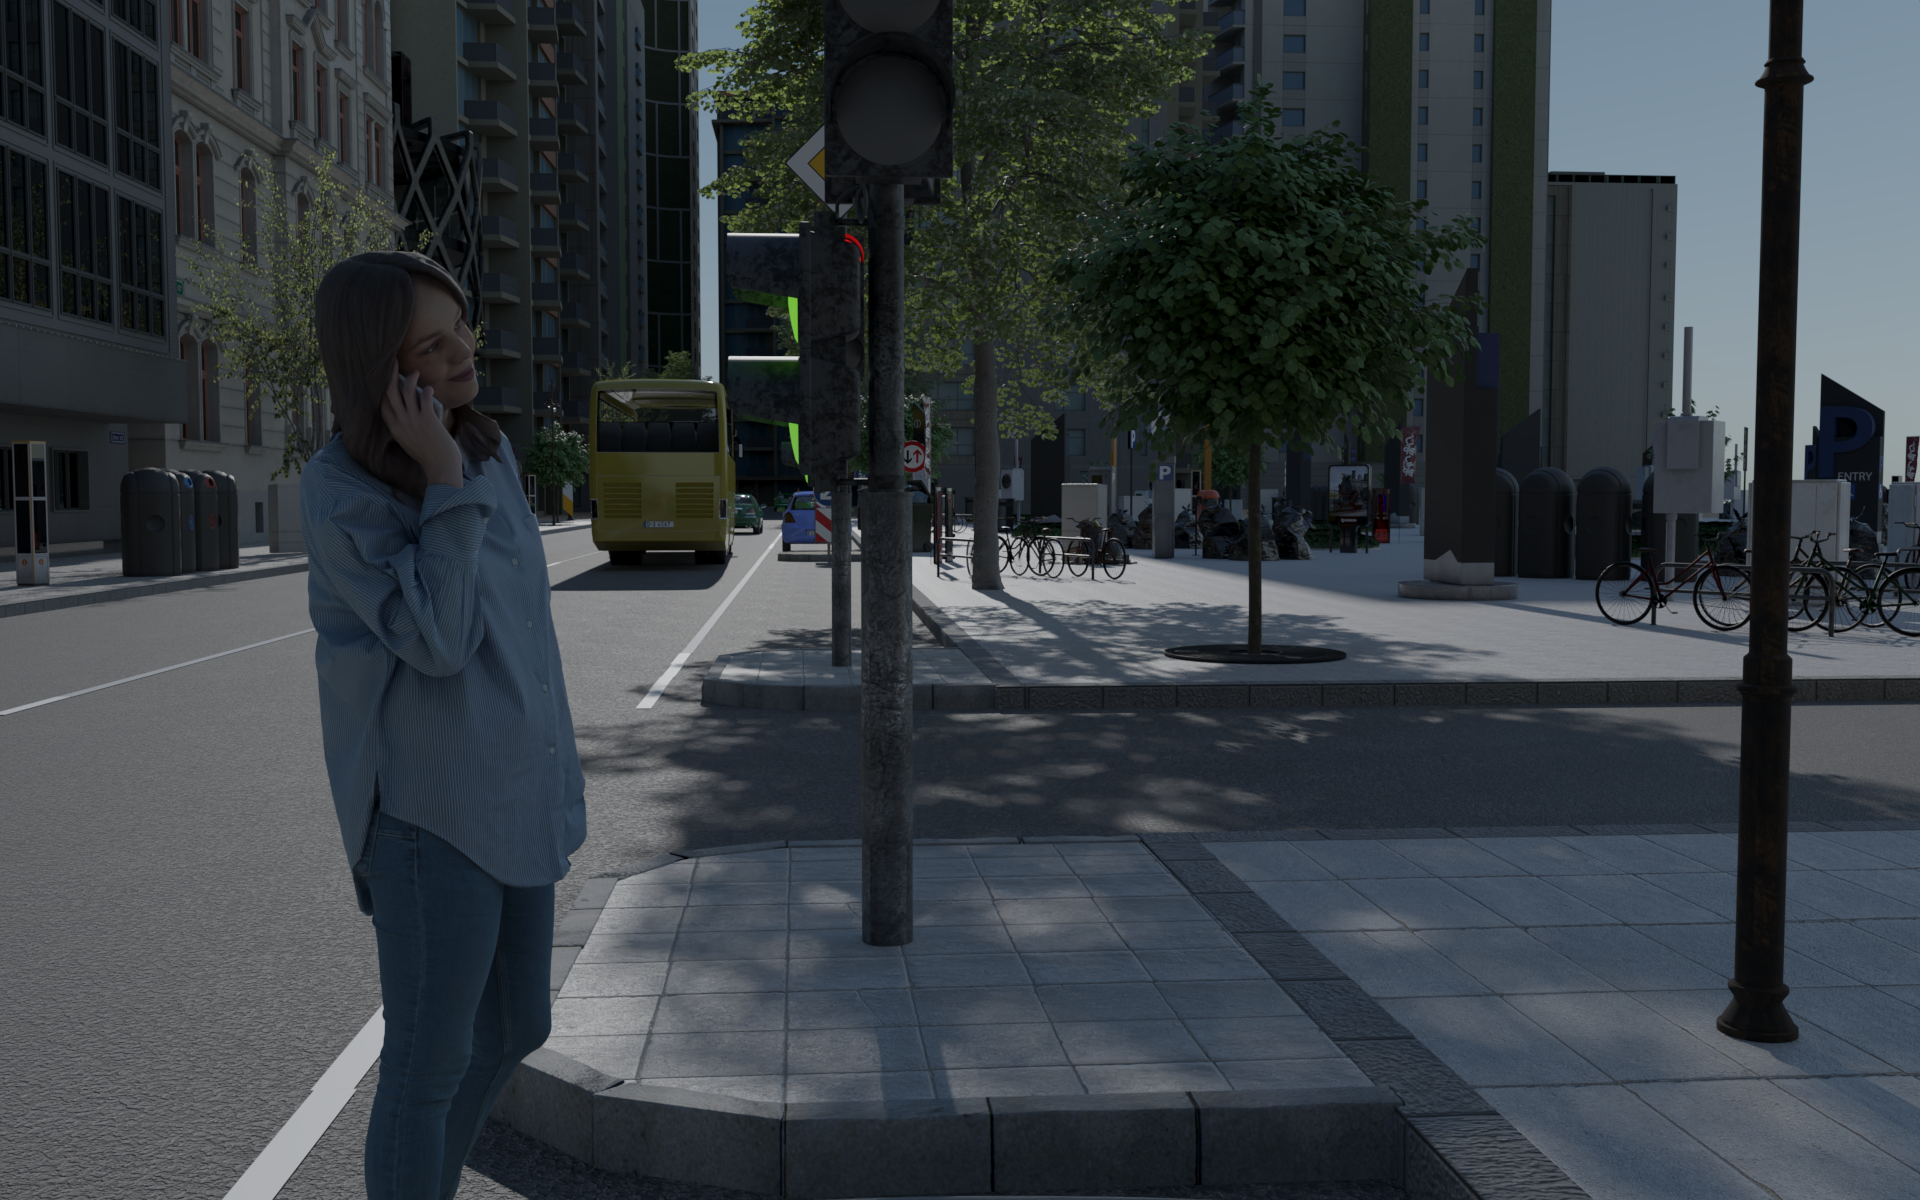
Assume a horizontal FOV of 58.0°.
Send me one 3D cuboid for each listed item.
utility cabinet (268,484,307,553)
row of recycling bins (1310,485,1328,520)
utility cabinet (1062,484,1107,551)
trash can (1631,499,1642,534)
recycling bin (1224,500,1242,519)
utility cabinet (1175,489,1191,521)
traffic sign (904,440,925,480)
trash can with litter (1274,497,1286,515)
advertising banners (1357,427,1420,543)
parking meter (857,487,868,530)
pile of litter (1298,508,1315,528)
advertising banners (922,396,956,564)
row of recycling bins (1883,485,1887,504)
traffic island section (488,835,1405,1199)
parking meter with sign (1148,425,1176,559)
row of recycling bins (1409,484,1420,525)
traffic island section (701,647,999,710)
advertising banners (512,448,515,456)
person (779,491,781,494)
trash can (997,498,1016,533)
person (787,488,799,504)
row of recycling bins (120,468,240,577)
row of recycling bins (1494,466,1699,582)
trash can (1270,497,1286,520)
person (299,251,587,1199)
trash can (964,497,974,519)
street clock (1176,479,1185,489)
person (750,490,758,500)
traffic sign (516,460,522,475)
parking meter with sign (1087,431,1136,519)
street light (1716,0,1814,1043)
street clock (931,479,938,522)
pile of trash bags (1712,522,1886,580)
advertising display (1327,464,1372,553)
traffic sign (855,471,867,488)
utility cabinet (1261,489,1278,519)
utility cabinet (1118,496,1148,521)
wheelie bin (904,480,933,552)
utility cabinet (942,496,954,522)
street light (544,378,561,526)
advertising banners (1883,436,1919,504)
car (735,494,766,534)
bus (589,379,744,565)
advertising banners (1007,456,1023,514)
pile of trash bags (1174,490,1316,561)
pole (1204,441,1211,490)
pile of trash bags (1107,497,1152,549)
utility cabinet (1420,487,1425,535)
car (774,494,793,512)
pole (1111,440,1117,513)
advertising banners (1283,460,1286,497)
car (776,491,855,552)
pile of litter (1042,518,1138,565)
[{"bbox_3d":[-14.386,-1.761,37.468,0.318,1.500,1.173,2,4,28],"label":"utility cabinet"},{"bbox_3d":[16.280,-4.195,75.708,1.069,1.692,3.534,-1,4,-17],"label":"row of recycling bins"},{"bbox_3d":[2.705,-1.767,37.571,0.318,1.500,1.173,-3,4,-37],"label":"utility cabinet"},{"bbox_3d":[17.811,-2.087,45.781,0.748,1.137,0.748,0,3,0],"label":"trash can"},{"bbox_3d":[12.408,-4.042,78.644,0.722,1.027,0.722,0,4,1],"label":"recycling bin"},{"bbox_3d":[9.088,-3.845,71.551,1.173,1.500,0.318,-2,4,-33],"label":"utility cabinet"},{"bbox_3d":[-1.126,-2.517,41.264,0.768,2.556,0.104,0,4,3],"label":"traffic sign"},{"bbox_3d":[12.947,-3.477,68.236,1.055,1.170,0.624,-2,4,-28],"label":"trash can with litter"},{"bbox_3d":[10.905,-2.981,44.921,2.074,3.025,0.090,0,4,-4],"label":"advertising banners"},{"bbox_3d":[-3.518,-3.311,62.550,0.372,1.533,0.369,0,3,0],"label":"parking meter"},{"bbox_3d":[10.877,-2.414,53.436,1.176,0.858,1.719,0,4,4],"label":"pile of litter"},{"bbox_3d":[-0.398,-2.188,31.958,0.090,3.025,2.074,1,4,15],"label":"advertising banners"},{"bbox_3d":[39.600,-4.179,75.444,1.069,1.692,3.534,-3,5,-40],"label":"row of recycling bins"},{"bbox_3d":[-0.186,1.058,4.982,2.009,0.180,2.903,0,4,-5],"label":"traffic island section"},{"bbox_3d":[4.099,-2.373,35.065,0.543,3.016,1.738,0,4,3],"label":"parking meter with sign"},{"bbox_3d":[19.166,-4.095,74.069,1.069,1.692,3.534,1,4,12],"label":"row of recycling bins"},{"bbox_3d":[-0.861,0.571,12.939,2.009,0.180,2.903,0,4,-5],"label":"traffic island section"},{"bbox_3d":[-17.769,-4.239,65.493,2.074,3.025,0.090,1,4,9],"label":"advertising banners"},{"bbox_3d":[-16.813,-9.334,162.053,0.756,1.711,0.436,-2,4,-28],"label":"person"},{"bbox_3d":[1.469,-2.797,57.384,0.748,1.137,0.748,0,3,0],"label":"trash can"},{"bbox_3d":[-8.384,-4.929,89.766,1.217,1.739,0.721,-1,4,-22],"label":"person"},{"bbox_3d":[-12.814,-1.305,28.449,1.069,1.692,3.534,0,4,-4],"label":"row of recycling bins"},{"bbox_3d":[9.389,-1.174,26.301,3.534,1.692,1.069,3,5,40],"label":"row of recycling bins"},{"bbox_3d":[14.452,-4.092,78.550,0.748,1.137,0.748,0,3,0],"label":"trash can"},{"bbox_3d":[-0.845,0.365,2.795,0.793,1.790,0.793,-1,4,-23],"label":"person"},{"bbox_3d":[0.543,-4.229,80.790,0.748,1.137,0.748,0,3,0],"label":"trash can"},{"bbox_3d":[10.660,-4.842,83.732,0.358,2.002,0.471,-1,4,-23],"label":"street clock"},{"bbox_3d":[-19.254,-9.276,160.190,1.348,1.821,0.705,2,4,24],"label":"person"},{"bbox_3d":[-16.136,-3.802,62.265,0.768,2.556,0.104,0,4,3],"label":"traffic sign"},{"bbox_3d":[3.792,-3.071,46.465,1.738,3.016,0.543,1,4,19],"label":"parking meter with sign"},{"bbox_3d":[1.902,-1.906,3.953,0.468,5.910,1.993,0,4,-5],"label":"street light"},{"bbox_3d":[-1.152,-4.087,71.390,0.358,2.002,0.471,-3,5,-42],"label":"street clock"},{"bbox_3d":[13.598,-1.039,26.733,3.447,1.369,1.912,0,4,0],"label":"pile of trash bags"},{"bbox_3d":[8.465,-1.986,37.679,0.974,1.923,0.123,3,4,39],"label":"advertising display"},{"bbox_3d":[-4.820,-5.225,85.532,0.768,2.556,0.104,0,4,0],"label":"traffic sign"},{"bbox_3d":[14.121,-4.376,80.225,1.173,1.500,0.318,0,4,-5],"label":"utility cabinet"},{"bbox_3d":[5.724,-2.819,57.250,1.020,1.237,0.306,-2,4,-31],"label":"utility cabinet"},{"bbox_3d":[-0.983,-1.853,38.206,0.693,1.594,0.980,-2,4,-32],"label":"wheelie bin"},{"bbox_3d":[-0.653,-3.805,73.372,0.306,1.237,1.020,-2,4,-31],"label":"utility cabinet"},{"bbox_3d":[-16.259,-5.896,69.182,0.468,5.910,1.993,0,4,-5],"label":"street light"},{"bbox_3d":[28.467,-3.470,52.922,0.090,3.025,2.074,-1,4,-14],"label":"advertising banners"},{"bbox_3d":[-8.187,-3.160,63.459,2.131,1.459,4.920,0,4,-4],"label":"car"},{"bbox_3d":[-6.265,-2.842,38.018,2.896,3.916,12.252,0,4,-7],"label":"bus"},{"bbox_3d":[2.131,-5.185,80.955,2.074,3.025,0.090,3,5,43],"label":"advertising banners"},{"bbox_3d":[5.624,-1.534,34.834,1.912,1.369,3.447,-1,4,-20],"label":"pile of trash bags"},{"bbox_3d":[6.259,-3.055,43.791,0.158,3.312,0.155,0,3,0],"label":"pole"},{"bbox_3d":[4.009,-1.881,40.512,3.447,1.369,1.912,-2,4,-34],"label":"pile of trash bags"},{"bbox_3d":[14.444,-2.762,53.832,0.318,1.500,1.173,1,4,14],"label":"utility cabinet"},{"bbox_3d":[-14.338,-8.173,142.426,1.959,1.807,4.718,0,4,-4],"label":"car"},{"bbox_3d":[5.543,-4.205,62.593,0.158,3.312,0.155,0,3,0],"label":"pole"},{"bbox_3d":[15.104,-5.166,80.646,0.090,3.025,2.074,1,4,13],"label":"advertising banners"},{"bbox_3d":[-3.541,-2.018,42.587,1.945,1.707,3.694,0,4,-6],"label":"car"},{"bbox_3d":[2.370,-1.093,31.831,1.719,0.858,1.176,1,4,19],"label":"pile of litter"}]
